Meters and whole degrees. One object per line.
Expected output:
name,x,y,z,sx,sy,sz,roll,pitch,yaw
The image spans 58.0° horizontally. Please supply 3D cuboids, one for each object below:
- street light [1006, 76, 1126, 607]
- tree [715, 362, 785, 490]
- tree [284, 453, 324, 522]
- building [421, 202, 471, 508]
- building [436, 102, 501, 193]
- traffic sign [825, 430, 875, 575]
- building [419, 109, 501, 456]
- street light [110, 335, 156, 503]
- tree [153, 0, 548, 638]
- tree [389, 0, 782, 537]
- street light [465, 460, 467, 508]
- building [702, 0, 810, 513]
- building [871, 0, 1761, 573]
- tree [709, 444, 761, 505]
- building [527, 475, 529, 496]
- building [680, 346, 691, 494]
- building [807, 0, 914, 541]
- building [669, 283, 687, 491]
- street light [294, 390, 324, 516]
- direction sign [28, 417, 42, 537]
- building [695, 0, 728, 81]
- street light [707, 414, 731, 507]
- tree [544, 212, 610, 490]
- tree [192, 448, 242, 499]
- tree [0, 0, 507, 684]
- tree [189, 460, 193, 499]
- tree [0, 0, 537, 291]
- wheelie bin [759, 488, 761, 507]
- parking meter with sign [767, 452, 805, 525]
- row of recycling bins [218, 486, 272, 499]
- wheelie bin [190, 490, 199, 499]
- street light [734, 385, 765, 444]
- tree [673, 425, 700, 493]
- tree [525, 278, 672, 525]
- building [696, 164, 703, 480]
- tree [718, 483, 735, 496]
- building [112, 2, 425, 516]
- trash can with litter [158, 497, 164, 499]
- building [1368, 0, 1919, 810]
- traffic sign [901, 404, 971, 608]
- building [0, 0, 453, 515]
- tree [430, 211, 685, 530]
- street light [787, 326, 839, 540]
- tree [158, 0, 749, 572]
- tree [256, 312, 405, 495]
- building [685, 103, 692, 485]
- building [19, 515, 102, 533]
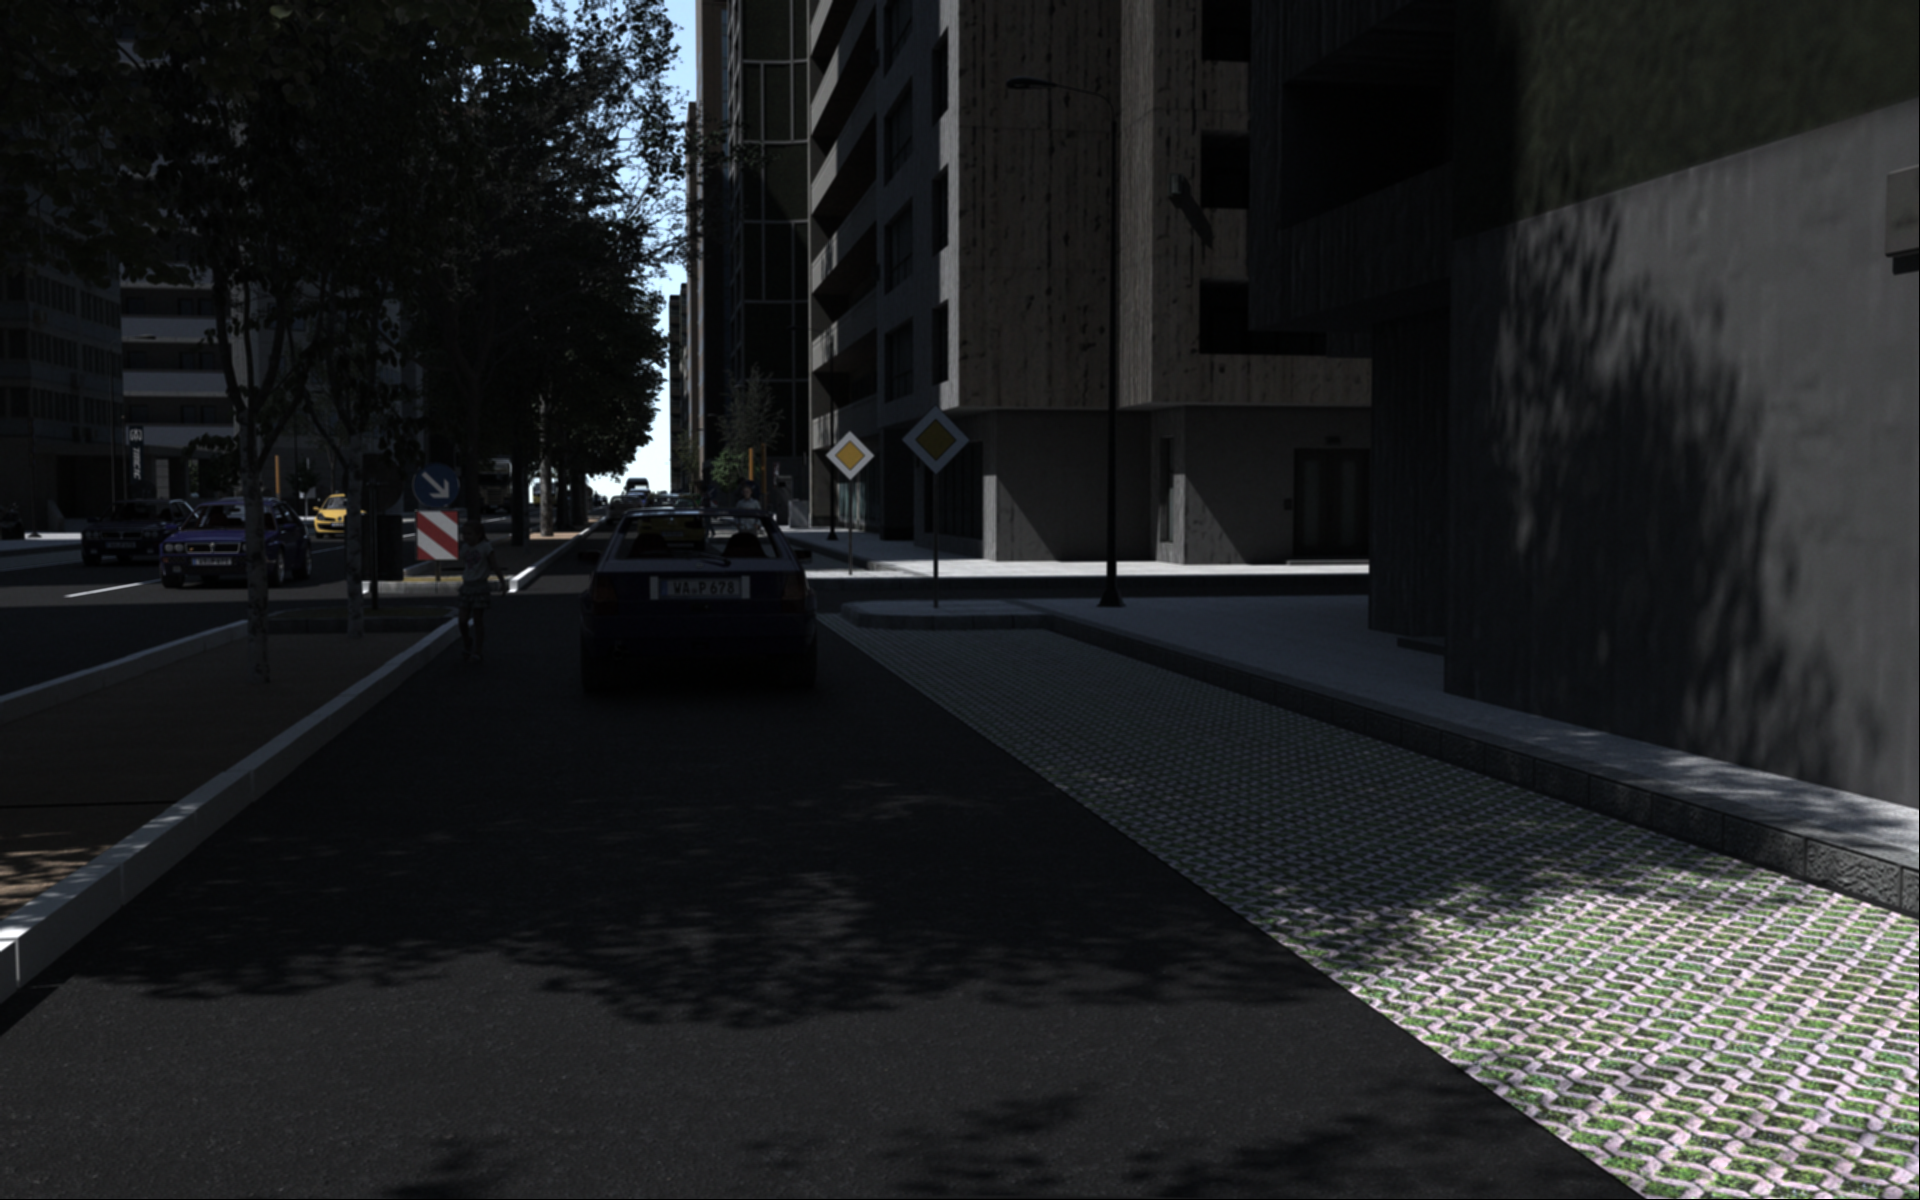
street light,1.199,-2.875,19.541,1.470,5.913,1.316,-1,4,-10
tree,-11.961,-8.988,97.309,4.360,8.622,3.978,0,3,0
tree,-30.822,-5.289,81.070,1.663,3.219,1.824,0,3,0
building,-51.548,-23.458,155.236,14.160,30.474,14.107,-1,4,-10
building,-66.723,-36.266,216.647,21.300,48.544,21.600,-1,4,-10
traffic sign,-1.735,-1.448,27.322,0.795,2.450,0.064,-1,4,-10
building,-62.741,-32.860,191.883,22.147,44.769,28.867,-1,4,-10
street light,-24.153,-4.773,50.581,1.470,5.913,1.316,-1,4,-10
tree,-6.071,-3.934,17.135,4.737,8.622,4.395,0,3,0
tree,-12.526,-12.148,56.961,12.611,20.169,13.585,0,3,0
street light,-43.417,-11.104,154.097,1.470,5.913,1.316,-1,4,-10
building,-8.029,-41.936,123.905,20.563,71.187,20.611,-1,4,-10
building,5.972,-16.175,36.163,14.107,30.474,14.160,-1,4,-10
tree,-13.920,-7.622,108.339,4.285,4.588,4.351,0,3,0
building,-66.817,-28.459,237.006,14.160,30.474,14.107,-1,4,-10
building,-20.899,-22.829,218.293,27.650,21.520,28.899,-1,4,-10
building,6.468,-26.586,58.383,21.300,48.544,21.600,-1,4,-10
building,-35.095,-29.348,251.541,14.160,30.474,14.107,-1,4,-10
street light,-29.199,-6.428,77.634,1.470,5.913,1.316,-1,4,-10
direction sign,-27.440,-3.624,51.254,0.379,3.537,0.876,-1,4,-20
building,-14.271,-30.072,141.791,14.600,45.320,14.200,-1,4,-10
street light,-13.991,-7.863,101.099,1.470,5.913,1.316,-1,4,-10
tree,-10.188,-5.362,40.493,4.360,8.622,3.978,0,3,0
tree,-28.020,-4.361,65.908,1.663,3.219,1.824,0,3,0
tree,-5.227,-3.655,12.572,4.360,8.622,3.978,0,3,0
tree,-37.775,-5.552,85.383,1.663,3.219,1.824,0,3,0
tree,-4.166,-5.225,6.010,7.486,12.596,7.792,0,3,0
wheelie bin,-11.154,-5.386,95.969,0.693,1.594,0.980,2,4,34
parking meter with sign,-7.285,-4.614,71.694,1.738,3.016,0.543,0,4,-3
row of recycling bins,-37.866,-5.106,90.603,3.534,1.692,1.069,-1,4,-17
wheelie bin,-41.573,-5.281,94.250,0.693,1.594,0.980,-3,4,-37
street light,-8.959,-6.224,74.304,1.470,5.913,1.316,-1,4,-10
tree,-28.357,-14.273,183.723,4.737,8.622,4.395,0,3,0
tree,-17.427,-10.350,78.327,9.857,13.997,8.962,0,3,0
building,-13.472,-31.143,163.816,22.147,44.769,28.867,-1,4,-10
tree,-15.232,-7.242,113.014,1.663,3.219,1.824,0,3,0
building,-46.757,-34.672,108.888,21.231,58.520,28.212,-1,4,-10
trash can with litter,-37.720,-4.355,82.589,1.055,1.170,0.624,-2,4,-34
building,9.644,-14.795,13.598,14.160,30.474,14.107,-1,4,-10
traffic sign,-0.276,-0.968,19.471,0.795,2.450,0.064,-1,4,-10
building,-56.949,-27.044,134.058,32.217,40.220,23.993,-1,4,-10
tree,-15.676,-9.086,68.021,9.611,12.733,9.660,0,3,0
street light,-4.091,-4.618,48.040,1.470,5.913,1.316,-1,4,-10
tree,-9.134,-7.297,32.129,12.009,13.543,11.850,0,3,0
tree,-31.858,-9.348,87.252,8.767,10.594,7.601,0,4,5
building,-23.600,-33.338,195.190,14.600,45.320,14.200,-1,4,-10
building,-45.346,-22.656,62.309,32.217,40.220,23.993,-1,4,-10
